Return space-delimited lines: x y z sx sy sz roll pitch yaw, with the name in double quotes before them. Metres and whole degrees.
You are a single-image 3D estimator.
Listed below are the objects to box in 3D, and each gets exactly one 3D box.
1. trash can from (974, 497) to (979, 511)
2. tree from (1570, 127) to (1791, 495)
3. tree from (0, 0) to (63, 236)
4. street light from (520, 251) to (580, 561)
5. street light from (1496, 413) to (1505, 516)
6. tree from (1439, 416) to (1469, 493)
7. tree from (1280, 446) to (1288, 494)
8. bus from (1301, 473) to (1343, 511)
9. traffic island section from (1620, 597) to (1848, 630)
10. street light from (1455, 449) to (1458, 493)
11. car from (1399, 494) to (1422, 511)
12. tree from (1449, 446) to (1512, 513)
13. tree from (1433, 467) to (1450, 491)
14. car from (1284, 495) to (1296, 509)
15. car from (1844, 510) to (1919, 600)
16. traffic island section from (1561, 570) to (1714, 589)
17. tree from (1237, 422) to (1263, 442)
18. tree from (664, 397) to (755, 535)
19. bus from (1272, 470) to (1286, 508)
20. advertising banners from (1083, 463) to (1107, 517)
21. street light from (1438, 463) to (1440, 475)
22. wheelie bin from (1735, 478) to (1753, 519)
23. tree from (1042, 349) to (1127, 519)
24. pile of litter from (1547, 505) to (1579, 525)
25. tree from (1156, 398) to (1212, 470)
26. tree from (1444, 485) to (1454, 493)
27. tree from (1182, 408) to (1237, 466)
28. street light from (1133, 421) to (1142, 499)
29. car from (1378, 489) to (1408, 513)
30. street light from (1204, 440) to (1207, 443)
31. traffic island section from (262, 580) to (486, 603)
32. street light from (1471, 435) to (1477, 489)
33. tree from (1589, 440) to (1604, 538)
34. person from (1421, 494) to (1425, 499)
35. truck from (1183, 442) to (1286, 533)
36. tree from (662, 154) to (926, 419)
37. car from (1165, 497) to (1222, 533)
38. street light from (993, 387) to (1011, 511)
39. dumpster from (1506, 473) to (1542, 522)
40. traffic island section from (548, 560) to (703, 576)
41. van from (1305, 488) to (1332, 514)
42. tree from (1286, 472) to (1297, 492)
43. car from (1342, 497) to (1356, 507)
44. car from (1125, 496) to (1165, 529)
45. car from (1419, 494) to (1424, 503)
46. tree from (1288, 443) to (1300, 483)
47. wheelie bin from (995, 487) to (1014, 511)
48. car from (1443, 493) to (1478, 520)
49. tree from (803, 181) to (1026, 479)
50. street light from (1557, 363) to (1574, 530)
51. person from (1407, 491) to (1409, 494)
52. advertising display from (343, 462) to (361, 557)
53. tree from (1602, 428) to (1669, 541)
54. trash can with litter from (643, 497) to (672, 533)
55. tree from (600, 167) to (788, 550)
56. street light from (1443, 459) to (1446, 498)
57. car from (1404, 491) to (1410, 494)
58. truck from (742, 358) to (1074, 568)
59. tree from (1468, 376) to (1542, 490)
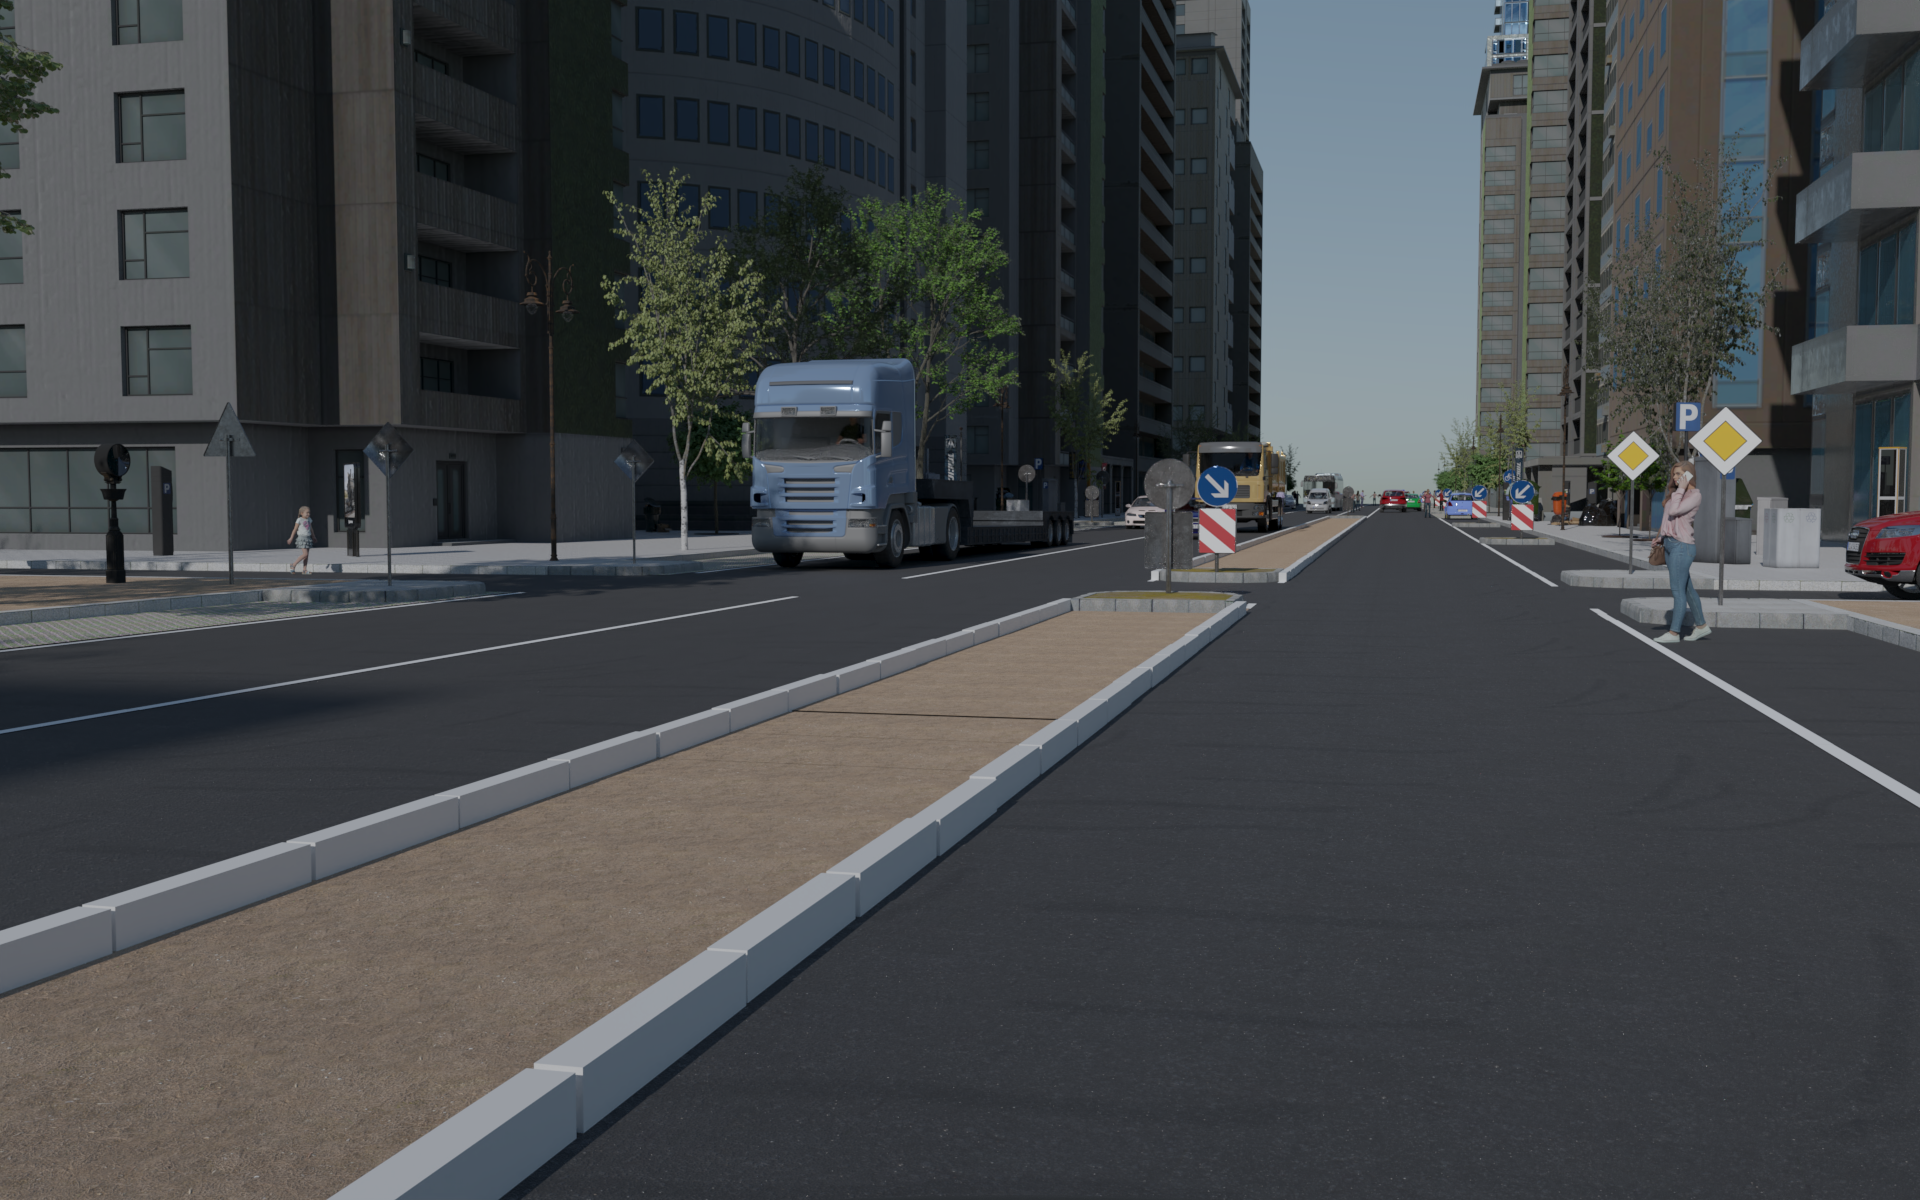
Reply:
"trash can" 0.409 -3.737 72.758 0.748 1.137 0.748 0 3 0
"tree" 14.991 -5.215 35.636 4.360 8.622 3.978 0 3 0
"tree" -12.245 -6.019 16.534 7.486 12.596 7.792 0 3 0
"street light" -7.797 -3.688 33.089 0.468 5.910 1.993 1 4 14
"street light" 30.893 -7.727 99.127 0.468 5.910 1.993 1 4 14
"tree" 47.187 -12.973 162.474 4.737 8.622 4.395 0 3 0
"tree" 34.368 -15.311 200.696 4.737 8.622 4.395 0 3 0
"bus" 30.837 -9.298 146.881 2.948 3.499 13.247 1 4 16
"traffic island section" 8.781 0.142 19.956 2.009 0.180 2.903 1 4 14
"street light" 49.603 -12.259 173.219 0.468 5.910 1.993 1 4 14
"car" 37.597 -8.311 144.673 1.959 1.807 4.718 1 4 13
"tree" 35.761 -8.148 116.928 4.285 4.588 4.351 0 3 0
"tree" 53.506 -12.395 186.371 4.285 4.588 4.351 0 3 0
"car" 30.715 -9.248 163.564 2.083 1.381 4.827 1 4 13
"car" 14.332 -0.832 22.271 5.304 1.827 2.281 1 4 13
"traffic island section" 10.740 -0.331 27.698 2.009 0.180 2.903 1 4 14
"tree" 28.080 -13.676 173.969 4.737 8.622 4.395 0 3 0
"tree" -7.753 -4.364 55.068 4.285 4.588 4.351 0 3 0
"bus" 24.191 -8.920 137.392 2.896 3.916 12.252 1 4 15
"advertising banners" 7.510 -6.094 95.827 0.090 3.025 2.074 3 5 42
"street light" 70.299 -17.226 254.433 0.468 5.910 1.993 1 4 14
"wheelie bin" 15.056 -1.599 34.046 0.980 1.594 0.693 -1 4 -16
"tree" 6.107 -8.421 88.045 4.737 8.622 4.395 0 3 0
"pile of litter" 25.347 -3.558 72.142 1.719 0.858 1.176 1 4 13
"tree" 17.119 -11.137 132.452 4.360 8.622 3.978 0 3 0
"tree" 57.851 -12.825 204.297 1.663 3.219 1.824 0 3 0
"tree" 21.247 -12.164 149.238 4.737 8.622 4.395 0 3 0
"street light" 10.893 -8.193 106.743 0.468 5.910 1.993 1 4 14
"car" 33.993 -7.783 135.924 2.281 1.827 5.304 1 4 13
"street light" 20.447 -10.496 144.403 0.468 5.910 1.993 1 4 14
"traffic island section" -7.982 -0.117 24.187 2.009 0.180 2.903 1 4 14
"street light" 40.142 -9.953 135.518 0.468 5.910 1.993 1 4 14
"tree" 19.311 -3.446 50.944 1.663 3.219 1.824 0 3 0
"person" 60.150 -13.156 223.685 1.350 1.814 0.705 2 4 33
"truck" 10.790 -4.316 66.491 3.469 3.379 9.791 1 4 15
"tree" -4.704 -6.917 47.510 7.601 10.594 8.767 1 4 17
"car" 7.601 -2.633 55.636 1.945 1.354 3.894 1 4 13
"street light" 1.719 -5.976 70.490 0.468 5.910 1.993 1 4 14
"dumpster" 26.484 -4.822 81.332 1.502 2.255 1.985 1 4 14
"traffic island section" -6.024 -0.590 31.929 2.009 0.180 2.903 1 4 14
"van" 26.441 -7.373 127.565 2.013 2.044 4.112 1 4 16
"tree" 48.079 -16.620 255.452 4.285 4.588 4.351 0 3 0
"car" 42.745 -11.088 191.083 2.009 1.686 4.222 1 4 16
"car" 8.032 -3.669 72.357 2.083 1.381 4.827 1 4 13
"car" 65.528 -14.369 244.519 1.945 1.707 3.694 1 4 15
"tree" 47.201 -18.362 250.586 4.737 8.622 4.395 0 3 0
"wheelie bin" 2.077 -4.505 81.566 0.980 1.594 0.693 2 4 25
"car" 28.381 -5.416 98.145 1.945 1.707 3.694 1 4 13
"tree" -1.505 -8.155 59.082 9.928 11.665 9.643 0 3 0
"street light" 21.412 -5.417 61.353 0.468 5.910 1.993 1 4 14
"person" 47.902 -10.733 184.770 0.721 1.735 1.217 2 4 29
"advertising display" -12.492 -1.859 35.604 0.123 1.923 0.974 -2 4 -32
"tree" 18.981 -3.228 47.379 1.663 3.219 1.824 0 3 0
"trash can with litter" -10.108 -2.854 58.047 1.055 1.170 0.624 2 4 32
"tree" -6.204 -5.434 39.215 4.737 8.622 4.395 0 3 0
"street light" 60.783 -14.956 217.317 0.468 5.910 1.993 1 4 14
"car" 51.836 -11.862 202.608 2.281 1.827 5.304 1 4 16
"truck" -0.459 -3.090 40.278 2.967 4.110 18.799 1 4 16
"tree" 34.554 -9.690 108.800 4.737 8.622 4.395 0 3 0
